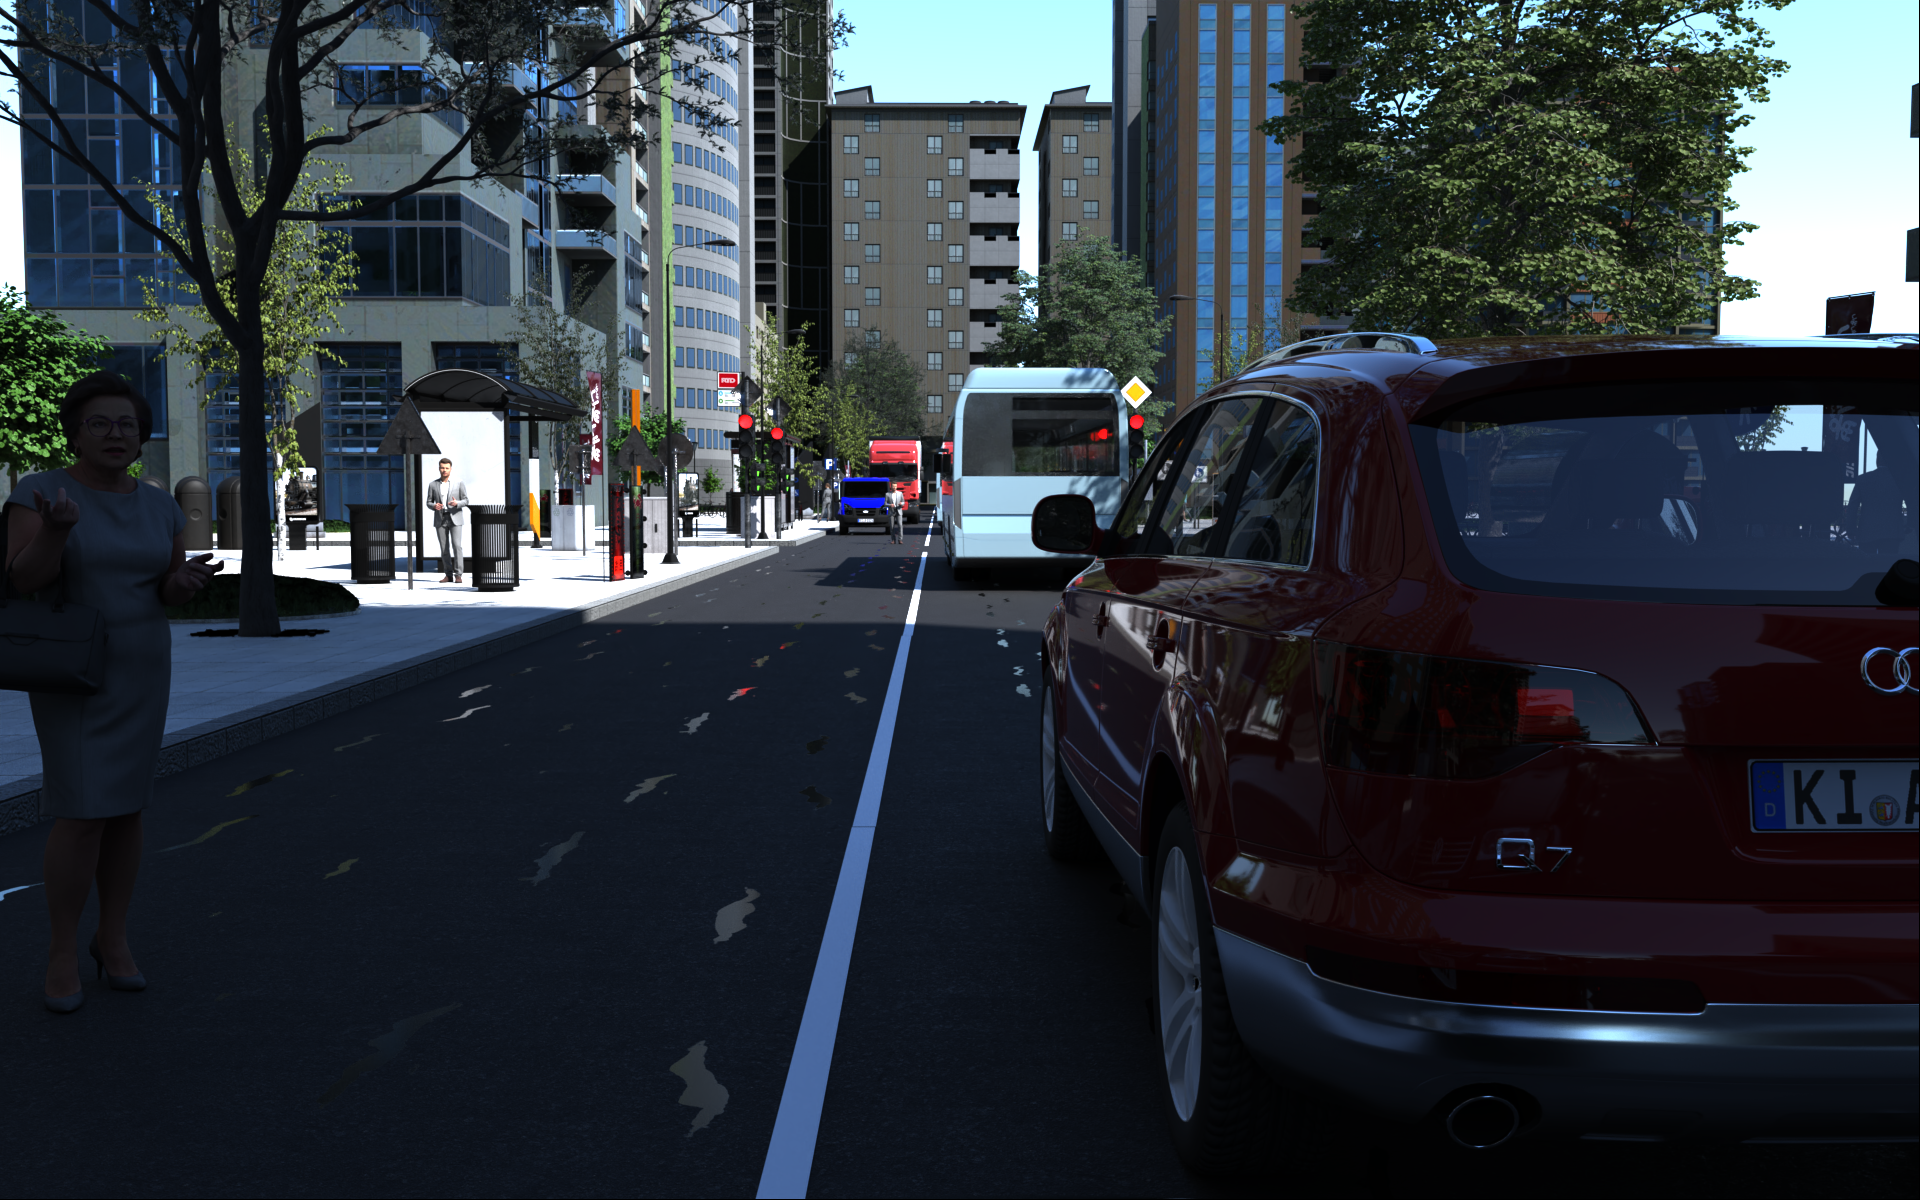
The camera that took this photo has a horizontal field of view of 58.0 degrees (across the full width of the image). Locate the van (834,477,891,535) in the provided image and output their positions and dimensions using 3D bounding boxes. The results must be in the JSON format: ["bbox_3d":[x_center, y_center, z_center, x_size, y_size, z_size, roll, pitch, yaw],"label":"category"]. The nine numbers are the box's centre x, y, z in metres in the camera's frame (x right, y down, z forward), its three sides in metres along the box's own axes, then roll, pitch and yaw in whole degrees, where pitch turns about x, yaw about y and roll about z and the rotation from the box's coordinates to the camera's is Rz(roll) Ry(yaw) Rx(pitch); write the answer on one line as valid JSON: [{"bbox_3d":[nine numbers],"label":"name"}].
[{"bbox_3d":[-3.367,-3.541,62.287,2.240,2.365,5.245,0,4,-2],"label":"van"}]

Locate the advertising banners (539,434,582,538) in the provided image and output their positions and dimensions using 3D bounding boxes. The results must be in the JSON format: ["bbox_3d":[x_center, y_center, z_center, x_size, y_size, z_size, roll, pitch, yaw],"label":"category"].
[{"bbox_3d":[-11.508,-3.318,50.439,2.074,3.025,0.090,1,4,21],"label":"advertising banners"}]

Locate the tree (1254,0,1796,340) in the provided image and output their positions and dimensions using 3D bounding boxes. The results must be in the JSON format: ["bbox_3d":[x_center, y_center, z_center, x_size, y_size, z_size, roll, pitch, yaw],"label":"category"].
[{"bbox_3d":[7.837,-6.518,24.691,7.486,12.596,7.792,0,3,0],"label":"tree"}]

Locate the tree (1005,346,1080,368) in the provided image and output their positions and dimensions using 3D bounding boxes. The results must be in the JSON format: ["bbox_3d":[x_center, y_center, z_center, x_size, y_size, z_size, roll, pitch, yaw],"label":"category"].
[{"bbox_3d":[6.015,-12.461,121.858,7.486,12.596,7.792,0,3,0],"label":"tree"}]

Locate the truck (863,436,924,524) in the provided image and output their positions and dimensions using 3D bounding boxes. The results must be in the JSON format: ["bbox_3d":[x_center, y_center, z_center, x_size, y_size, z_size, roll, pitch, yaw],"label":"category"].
[{"bbox_3d":[-3.183,-5.931,85.887,2.839,4.237,11.283,0,4,-1],"label":"truck"}]

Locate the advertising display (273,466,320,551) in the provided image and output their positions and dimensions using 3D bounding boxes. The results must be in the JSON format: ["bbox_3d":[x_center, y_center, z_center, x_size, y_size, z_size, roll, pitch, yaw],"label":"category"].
[{"bbox_3d":[-15.070,-2.089,39.374,0.974,1.923,0.123,-1,4,-9],"label":"advertising display"}]

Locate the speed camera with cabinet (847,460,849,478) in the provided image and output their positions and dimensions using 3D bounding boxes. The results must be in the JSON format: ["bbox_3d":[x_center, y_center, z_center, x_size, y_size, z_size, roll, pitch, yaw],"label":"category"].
[{"bbox_3d":[-6.408,-6.542,101.292,0.660,3.252,2.038,0,4,2],"label":"speed camera with cabinet"}]

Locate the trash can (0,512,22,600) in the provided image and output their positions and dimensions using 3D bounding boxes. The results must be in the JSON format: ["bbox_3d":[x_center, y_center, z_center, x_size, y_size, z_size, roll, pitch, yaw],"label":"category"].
[{"bbox_3d":[-7.608,-0.107,13.407,0.748,1.137,0.748,0,3,0],"label":"trash can"}]

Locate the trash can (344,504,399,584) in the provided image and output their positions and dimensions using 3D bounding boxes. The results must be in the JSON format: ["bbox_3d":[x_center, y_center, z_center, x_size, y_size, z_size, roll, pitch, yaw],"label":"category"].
[{"bbox_3d":[-8.421,-0.806,24.831,0.748,1.137,0.748,0,3,0],"label":"trash can"}]

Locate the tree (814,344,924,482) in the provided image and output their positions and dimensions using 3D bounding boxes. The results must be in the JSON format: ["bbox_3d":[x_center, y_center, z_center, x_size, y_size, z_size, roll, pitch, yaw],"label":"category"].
[{"bbox_3d":[-7.824,-14.760,147.986,9.857,13.997,8.962,0,3,0],"label":"tree"}]

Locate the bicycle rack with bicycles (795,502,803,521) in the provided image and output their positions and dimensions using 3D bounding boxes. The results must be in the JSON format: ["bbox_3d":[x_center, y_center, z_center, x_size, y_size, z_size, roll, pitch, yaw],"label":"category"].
[{"bbox_3d":[-8.451,-4.239,82.691,2.852,0.926,2.925,0,4,8],"label":"bicycle rack with bicycles"}]

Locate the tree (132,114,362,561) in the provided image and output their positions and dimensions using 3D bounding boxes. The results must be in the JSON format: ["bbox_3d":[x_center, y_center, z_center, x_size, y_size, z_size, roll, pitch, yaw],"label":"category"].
[{"bbox_3d":[-13.175,-5.045,32.848,4.737,8.622,4.395,0,3,0],"label":"tree"}]

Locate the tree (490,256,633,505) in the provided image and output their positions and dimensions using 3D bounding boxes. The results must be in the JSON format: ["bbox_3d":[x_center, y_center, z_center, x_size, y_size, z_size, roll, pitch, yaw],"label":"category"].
[{"bbox_3d":[-12.537,-6.381,54.686,4.360,8.622,3.978,0,3,0],"label":"tree"}]

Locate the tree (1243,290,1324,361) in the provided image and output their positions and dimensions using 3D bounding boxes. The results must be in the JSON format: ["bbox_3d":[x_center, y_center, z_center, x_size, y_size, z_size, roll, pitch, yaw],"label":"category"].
[{"bbox_3d":[12.122,-6.834,62.102,4.360,8.622,3.978,0,3,0],"label":"tree"}]

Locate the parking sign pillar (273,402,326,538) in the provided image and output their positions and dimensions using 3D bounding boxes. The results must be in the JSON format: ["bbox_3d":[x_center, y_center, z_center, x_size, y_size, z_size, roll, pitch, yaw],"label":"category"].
[{"bbox_3d":[-19.340,-3.801,50.617,1.447,3.967,1.447,-1,4,-18],"label":"parking sign pillar"}]

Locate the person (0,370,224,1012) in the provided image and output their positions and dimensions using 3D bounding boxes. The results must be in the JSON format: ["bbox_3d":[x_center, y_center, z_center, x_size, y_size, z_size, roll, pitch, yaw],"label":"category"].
[{"bbox_3d":[-2.450,0.244,4.867,0.532,1.782,0.716,3,4,37],"label":"person"}]

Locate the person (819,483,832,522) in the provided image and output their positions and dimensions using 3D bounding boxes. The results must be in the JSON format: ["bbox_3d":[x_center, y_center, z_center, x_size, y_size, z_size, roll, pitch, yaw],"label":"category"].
[{"bbox_3d":[-6.253,-4.512,80.081,0.573,1.790,0.520,2,4,24],"label":"person"}]

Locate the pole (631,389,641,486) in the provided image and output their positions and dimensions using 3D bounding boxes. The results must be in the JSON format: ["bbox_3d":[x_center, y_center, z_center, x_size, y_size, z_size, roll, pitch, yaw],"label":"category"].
[{"bbox_3d":[-6.337,-2.449,33.883,0.158,3.312,0.155,0,3,0],"label":"pole"}]

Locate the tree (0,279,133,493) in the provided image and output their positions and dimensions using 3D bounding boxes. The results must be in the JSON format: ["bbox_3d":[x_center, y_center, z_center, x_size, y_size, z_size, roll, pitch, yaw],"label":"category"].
[{"bbox_3d":[-14.495,-2.627,26.667,4.285,4.588,4.351,0,3,0],"label":"tree"}]

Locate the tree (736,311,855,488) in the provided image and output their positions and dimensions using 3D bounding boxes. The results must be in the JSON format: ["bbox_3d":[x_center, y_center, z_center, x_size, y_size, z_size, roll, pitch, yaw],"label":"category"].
[{"bbox_3d":[-7.015,-7.268,69.193,4.737,8.622,4.395,0,3,0],"label":"tree"}]

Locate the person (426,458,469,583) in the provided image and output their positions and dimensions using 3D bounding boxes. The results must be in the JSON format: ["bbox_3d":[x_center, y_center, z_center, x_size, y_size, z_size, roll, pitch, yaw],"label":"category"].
[{"bbox_3d":[-7.407,-1.146,24.979,0.606,1.804,0.583,0,4,-7],"label":"person"}]

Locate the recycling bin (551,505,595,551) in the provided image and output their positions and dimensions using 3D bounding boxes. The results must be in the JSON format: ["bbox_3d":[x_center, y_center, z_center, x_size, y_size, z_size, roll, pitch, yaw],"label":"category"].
[{"bbox_3d":[-8.762,-1.631,39.226,0.722,1.027,0.722,1,4,23],"label":"recycling bin"}]

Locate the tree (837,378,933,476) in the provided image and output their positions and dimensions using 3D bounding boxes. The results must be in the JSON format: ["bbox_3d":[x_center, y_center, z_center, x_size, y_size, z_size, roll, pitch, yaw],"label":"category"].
[{"bbox_3d":[-7.493,-15.049,163.057,9.611,12.733,9.660,0,3,0],"label":"tree"}]

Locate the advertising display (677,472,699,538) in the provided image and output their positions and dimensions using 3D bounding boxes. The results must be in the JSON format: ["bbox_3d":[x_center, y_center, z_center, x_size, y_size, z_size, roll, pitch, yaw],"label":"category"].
[{"bbox_3d":[-8.055,-2.811,51.174,0.123,1.923,0.974,2,4,30],"label":"advertising display"}]

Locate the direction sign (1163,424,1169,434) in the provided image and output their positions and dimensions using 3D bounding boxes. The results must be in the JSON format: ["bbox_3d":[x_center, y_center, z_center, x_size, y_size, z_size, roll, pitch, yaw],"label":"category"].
[{"bbox_3d":[6.892,-3.948,56.542,0.379,3.537,0.876,3,5,43],"label":"direction sign"}]

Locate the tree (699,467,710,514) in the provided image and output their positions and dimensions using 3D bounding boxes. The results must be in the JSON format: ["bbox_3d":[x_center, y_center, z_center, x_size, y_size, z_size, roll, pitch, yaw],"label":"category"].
[{"bbox_3d":[-16.132,-7.185,112.071,1.663,3.219,1.824,0,3,0],"label":"tree"}]

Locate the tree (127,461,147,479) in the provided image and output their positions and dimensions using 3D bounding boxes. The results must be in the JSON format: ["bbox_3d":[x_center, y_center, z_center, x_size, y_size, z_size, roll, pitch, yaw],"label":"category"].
[{"bbox_3d":[-28.348,-3.898,58.333,1.663,3.219,1.824,0,3,0],"label":"tree"}]

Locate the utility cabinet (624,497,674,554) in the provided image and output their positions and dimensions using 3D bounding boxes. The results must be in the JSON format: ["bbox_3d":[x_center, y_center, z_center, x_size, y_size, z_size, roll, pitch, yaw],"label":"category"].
[{"bbox_3d":[-6.714,-1.602,37.357,1.020,1.237,0.306,0,4,3],"label":"utility cabinet"}]

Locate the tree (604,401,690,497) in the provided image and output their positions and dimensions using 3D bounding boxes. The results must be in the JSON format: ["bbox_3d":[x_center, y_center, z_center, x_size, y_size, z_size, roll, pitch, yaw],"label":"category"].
[{"bbox_3d":[-10.975,-4.742,61.240,4.285,4.588,4.351,0,3,0],"label":"tree"}]

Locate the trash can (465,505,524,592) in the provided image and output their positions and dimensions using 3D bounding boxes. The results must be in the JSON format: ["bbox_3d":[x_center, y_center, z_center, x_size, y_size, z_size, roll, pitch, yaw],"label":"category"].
[{"bbox_3d":[-6.128,-0.684,22.835,0.748,1.137,0.748,0,3,0],"label":"trash can"}]

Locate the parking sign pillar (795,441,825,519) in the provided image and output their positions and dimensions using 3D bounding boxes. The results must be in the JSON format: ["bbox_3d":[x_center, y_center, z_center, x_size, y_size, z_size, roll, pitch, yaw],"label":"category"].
[{"bbox_3d":[-8.018,-6.107,88.318,1.447,3.967,1.447,2,4,28],"label":"parking sign pillar"}]

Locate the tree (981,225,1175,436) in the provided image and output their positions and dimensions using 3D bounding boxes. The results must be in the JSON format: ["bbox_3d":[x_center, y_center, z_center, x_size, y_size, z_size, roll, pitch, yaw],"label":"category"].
[{"bbox_3d":[5.759,-10.857,84.167,9.857,13.997,8.962,0,3,0],"label":"tree"}]

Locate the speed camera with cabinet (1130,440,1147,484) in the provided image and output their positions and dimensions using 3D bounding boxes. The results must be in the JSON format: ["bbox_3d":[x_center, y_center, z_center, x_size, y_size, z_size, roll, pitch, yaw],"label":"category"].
[{"bbox_3d":[6.247,-4.235,63.579,0.660,3.252,2.038,-2,4,-30],"label":"speed camera with cabinet"}]

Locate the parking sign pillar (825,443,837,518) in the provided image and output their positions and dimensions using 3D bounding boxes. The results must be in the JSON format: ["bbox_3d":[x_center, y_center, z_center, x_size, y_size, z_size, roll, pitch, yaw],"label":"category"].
[{"bbox_3d":[-6.986,-6.367,92.568,1.447,3.967,1.447,-1,4,-23],"label":"parking sign pillar"}]

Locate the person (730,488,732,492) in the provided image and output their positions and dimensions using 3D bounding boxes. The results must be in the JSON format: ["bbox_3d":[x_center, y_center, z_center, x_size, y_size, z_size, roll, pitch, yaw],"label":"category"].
[{"bbox_3d":[-16.983,-7.496,129.264,0.551,1.740,0.621,-3,5,-44],"label":"person"}]

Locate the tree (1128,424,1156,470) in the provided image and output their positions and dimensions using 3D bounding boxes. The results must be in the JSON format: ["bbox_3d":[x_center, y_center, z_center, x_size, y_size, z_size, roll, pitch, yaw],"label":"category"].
[{"bbox_3d":[6.132,-5.117,67.373,4.285,4.588,4.351,0,3,0],"label":"tree"}]

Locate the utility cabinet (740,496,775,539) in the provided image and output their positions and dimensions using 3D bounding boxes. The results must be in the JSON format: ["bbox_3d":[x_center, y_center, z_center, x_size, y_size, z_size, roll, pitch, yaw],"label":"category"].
[{"bbox_3d":[-5.873,-2.392,50.276,1.020,1.237,0.306,-3,5,-41],"label":"utility cabinet"}]

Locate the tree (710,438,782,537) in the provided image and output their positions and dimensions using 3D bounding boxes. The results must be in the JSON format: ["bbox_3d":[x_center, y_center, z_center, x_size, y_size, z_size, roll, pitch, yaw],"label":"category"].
[{"bbox_3d":[-6.279,-3.527,52.262,1.663,3.219,1.824,0,3,0],"label":"tree"}]

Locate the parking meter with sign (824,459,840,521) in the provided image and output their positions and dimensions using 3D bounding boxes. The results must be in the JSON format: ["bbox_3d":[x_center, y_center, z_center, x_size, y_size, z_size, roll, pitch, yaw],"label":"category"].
[{"bbox_3d":[-6.195,-5.409,84.695,0.543,3.016,1.738,-1,4,-15],"label":"parking meter with sign"}]

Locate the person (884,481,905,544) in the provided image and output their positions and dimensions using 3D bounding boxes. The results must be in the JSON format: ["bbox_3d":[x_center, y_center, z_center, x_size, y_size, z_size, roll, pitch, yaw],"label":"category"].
[{"bbox_3d":[-1.868,-2.505,49.658,0.606,1.804,0.583,-1,4,-10],"label":"person"}]

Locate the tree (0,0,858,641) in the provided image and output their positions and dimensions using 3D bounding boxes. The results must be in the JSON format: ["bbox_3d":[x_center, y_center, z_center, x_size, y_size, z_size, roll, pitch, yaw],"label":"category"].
[{"bbox_3d":[-6.376,-6.409,15.155,12.009,13.543,11.850,0,3,0],"label":"tree"}]

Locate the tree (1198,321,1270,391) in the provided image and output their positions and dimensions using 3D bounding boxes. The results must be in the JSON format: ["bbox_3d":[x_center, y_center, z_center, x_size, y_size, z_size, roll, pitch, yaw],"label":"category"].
[{"bbox_3d":[12.237,-7.573,74.187,4.737,8.622,4.395,0,3,0],"label":"tree"}]

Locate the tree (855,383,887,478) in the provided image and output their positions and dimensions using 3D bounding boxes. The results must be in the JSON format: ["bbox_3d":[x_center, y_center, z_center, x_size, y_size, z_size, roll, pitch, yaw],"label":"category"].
[{"bbox_3d":[-6.981,-9.778,110.229,4.737,8.622,4.395,0,3,0],"label":"tree"}]
